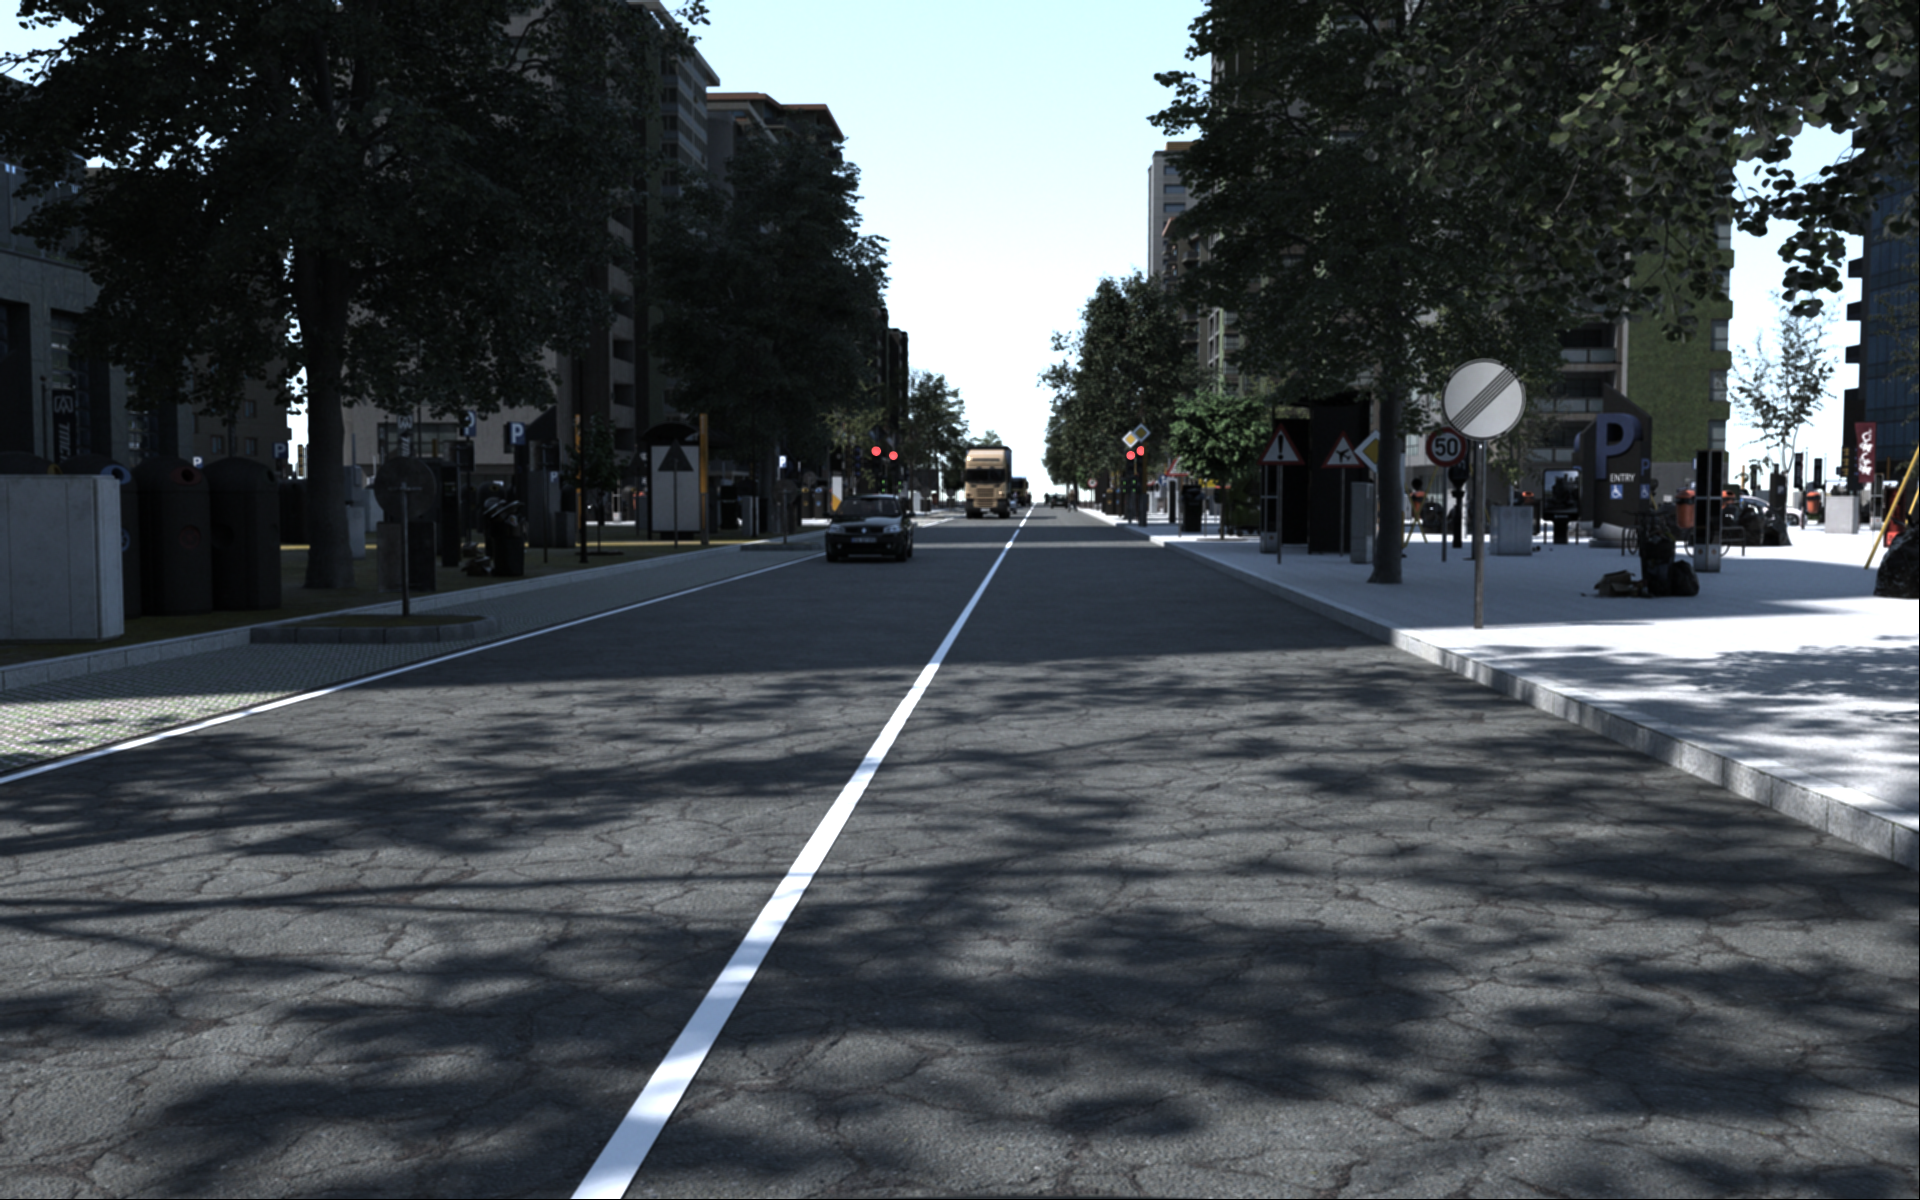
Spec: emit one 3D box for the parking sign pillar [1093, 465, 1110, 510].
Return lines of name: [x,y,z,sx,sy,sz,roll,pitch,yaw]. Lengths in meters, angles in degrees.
parking sign pillar: [11.650,-9.373,141.725,1.447,3.967,1.447,3,5,42]

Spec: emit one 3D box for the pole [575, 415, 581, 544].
pole: [-9.796,-3.105,44.608,0.158,3.312,0.155,0,3,0]

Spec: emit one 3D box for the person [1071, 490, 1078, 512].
person: [9.349,-8.106,141.615,0.643,1.750,0.593,0,4,-1]

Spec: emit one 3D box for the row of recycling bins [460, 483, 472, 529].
row of recycling bins: [-16.929,-3.509,64.478,3.534,1.692,1.069,0,4,2]

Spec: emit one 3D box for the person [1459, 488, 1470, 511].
person: [20.993,-3.872,72.234,0.576,1.772,0.534,2,4,29]

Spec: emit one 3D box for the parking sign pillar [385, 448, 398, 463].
parking sign pillar: [-28.065,-5.989,86.389,1.447,3.967,1.447,0,4,1]

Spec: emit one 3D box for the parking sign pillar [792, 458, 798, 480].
parking sign pillar: [-9.782,-6.768,99.123,1.447,3.967,1.447,-2,4,-35]

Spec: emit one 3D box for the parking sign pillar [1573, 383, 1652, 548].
parking sign pillar: [15.847,-3.239,41.430,1.447,3.967,1.447,-2,4,-31]

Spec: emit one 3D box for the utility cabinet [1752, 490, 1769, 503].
utility cabinet: [43.933,-5.267,94.787,1.173,1.500,0.318,-1,4,-11]

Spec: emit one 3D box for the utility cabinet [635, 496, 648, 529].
utility cabinet: [-11.313,-3.175,63.065,1.020,1.237,0.306,-1,4,-11]

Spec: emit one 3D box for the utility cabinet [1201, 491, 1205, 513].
utility cabinet: [16.822,-7.083,124.484,1.173,1.500,0.318,2,4,32]

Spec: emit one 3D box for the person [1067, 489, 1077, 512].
person: [9.101,-8.052,140.063,0.836,1.842,0.656,2,4,32]

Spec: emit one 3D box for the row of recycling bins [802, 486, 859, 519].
row of recycling bins: [-6.726,-4.986,88.641,3.534,1.692,1.069,2,4,25]

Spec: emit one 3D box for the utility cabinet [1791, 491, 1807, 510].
utility cabinet: [69.548,-8.250,143.563,1.173,1.500,0.318,-1,4,-12]

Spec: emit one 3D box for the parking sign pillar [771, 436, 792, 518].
parking sign pillar: [-7.410,-4.805,67.027,1.447,3.967,1.447,0,4,1]

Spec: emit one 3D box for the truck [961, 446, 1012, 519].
truck: [1.725,-6.979,103.026,2.839,4.237,11.283,0,4,3]

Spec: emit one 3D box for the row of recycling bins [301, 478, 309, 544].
row of recycling bins: [-17.762,-2.387,46.148,1.069,1.692,3.534,-3,4,-37]

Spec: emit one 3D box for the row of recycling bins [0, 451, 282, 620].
row of recycling bins: [-8.652,-0.671,18.079,1.069,1.692,3.534,2,4,24]

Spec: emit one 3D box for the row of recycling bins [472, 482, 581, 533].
row of recycling bins: [-14.180,-3.068,57.271,3.534,1.692,1.069,-1,4,-11]

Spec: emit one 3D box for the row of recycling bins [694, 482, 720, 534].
row of recycling bins: [-8.635,-3.086,57.570,1.069,1.692,3.534,-1,4,-15]

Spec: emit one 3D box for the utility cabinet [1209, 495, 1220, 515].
utility cabinet: [15.609,-5.793,105.881,0.306,1.237,1.020,3,5,40]

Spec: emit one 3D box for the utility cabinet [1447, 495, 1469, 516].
utility cabinet: [23.861,-4.394,82.998,1.020,1.237,0.306,1,4,16]

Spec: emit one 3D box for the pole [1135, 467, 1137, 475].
pole: [11.722,-7.461,115.830,0.158,3.312,0.155,0,3,0]

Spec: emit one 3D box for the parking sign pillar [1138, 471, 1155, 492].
parking sign pillar: [14.194,-8.770,131.860,1.447,3.967,1.447,-1,4,-11]

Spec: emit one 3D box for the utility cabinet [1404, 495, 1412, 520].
utility cabinet: [21.973,-4.571,85.904,1.020,1.237,0.306,-2,4,-29]

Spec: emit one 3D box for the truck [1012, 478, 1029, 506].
truck: [6.502,-12.768,204.686,3.469,3.379,9.791,0,4,4]

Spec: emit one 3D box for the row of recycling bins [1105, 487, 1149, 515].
row of recycling bins: [10.024,-5.949,104.375,1.069,1.692,3.534,-2,4,-33]

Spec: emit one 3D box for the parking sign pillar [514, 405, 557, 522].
parking sign pillar: [-12.690,-3.876,51.837,1.447,3.967,1.447,3,4,38]

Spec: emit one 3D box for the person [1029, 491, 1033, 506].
person: [8.741,-12.622,214.863,0.705,1.824,1.348,-1,4,-18]

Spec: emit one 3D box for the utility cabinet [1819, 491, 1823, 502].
utility cabinet: [71.777,-8.256,143.664,1.173,1.500,0.318,-1,4,-16]

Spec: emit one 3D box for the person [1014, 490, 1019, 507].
person: [6.242,-11.076,189.455,0.599,1.838,0.709,2,4,32]

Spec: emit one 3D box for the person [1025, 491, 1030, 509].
person: [6.685,-9.920,171.226,0.617,1.759,0.750,0,4,-4]

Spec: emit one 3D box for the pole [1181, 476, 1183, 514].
pole: [14.472,-7.298,113.172,0.158,3.312,0.155,0,3,0]

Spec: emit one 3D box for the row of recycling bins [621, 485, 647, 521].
row of recycling bins: [-14.393,-4.628,82.782,3.534,1.692,1.069,-1,4,-10]

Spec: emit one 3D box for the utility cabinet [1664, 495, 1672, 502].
utility cabinet: [47.573,-6.494,117.333,0.306,1.237,1.020,-1,4,-12]

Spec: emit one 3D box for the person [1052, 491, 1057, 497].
person: [12.653,-13.442,228.351,1.350,1.814,0.705,0,4,-8]

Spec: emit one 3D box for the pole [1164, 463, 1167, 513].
pole: [13.679,-7.425,115.245,0.158,3.312,0.155,0,3,0]

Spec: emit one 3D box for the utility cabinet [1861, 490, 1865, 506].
utility cabinet: [74.079,-8.251,143.579,0.318,1.500,1.173,-3,5,-43]

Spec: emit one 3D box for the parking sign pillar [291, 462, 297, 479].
parking sign pillar: [-56.318,-9.673,146.627,1.447,3.967,1.447,-1,4,-19]

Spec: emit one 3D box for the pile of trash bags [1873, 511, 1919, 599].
pile of trash bags: [13.182,-0.691,21.049,3.447,1.369,1.912,0,4,0]

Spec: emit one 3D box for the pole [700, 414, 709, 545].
pole: [-6.500,-3.070,44.033,0.158,3.312,0.155,0,3,0]

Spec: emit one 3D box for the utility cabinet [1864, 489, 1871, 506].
utility cabinet: [58.549,-6.227,110.493,1.173,1.500,0.318,1,4,20]

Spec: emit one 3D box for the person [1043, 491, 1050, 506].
person: [10.474,-12.260,209.500,0.990,1.755,0.434,1,4,19]

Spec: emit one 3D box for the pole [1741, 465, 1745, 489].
pole: [54.404,-7.738,120.351,0.158,3.312,0.155,0,3,0]

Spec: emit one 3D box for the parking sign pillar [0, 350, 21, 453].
parking sign pillar: [-17.966,-2.655,31.875,1.447,3.967,1.447,1,4,17]

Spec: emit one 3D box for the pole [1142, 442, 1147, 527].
pole: [7.206,-4.508,67.547,0.158,3.312,0.155,0,3,0]

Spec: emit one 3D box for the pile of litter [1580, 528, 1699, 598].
pile of litter: [8.594,-0.486,21.905,1.719,0.858,1.176,-1,4,-11]

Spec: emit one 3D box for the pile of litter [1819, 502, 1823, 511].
pile of litter: [58.327,-6.326,117.396,1.176,0.858,1.719,-1,4,-15]

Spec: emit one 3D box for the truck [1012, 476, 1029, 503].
truck: [8.970,-16.444,258.623,2.967,4.110,18.799,0,4,4]

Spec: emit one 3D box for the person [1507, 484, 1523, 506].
person: [23.024,-3.887,71.823,0.659,1.850,0.755,1,4,14]

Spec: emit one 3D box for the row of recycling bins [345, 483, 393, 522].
row of recycling bins: [-22.919,-3.634,66.533,1.069,1.692,3.534,3,5,41]

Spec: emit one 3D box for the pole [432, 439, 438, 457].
pole: [-19.442,-4.304,64.219,0.158,3.312,0.155,0,3,0]

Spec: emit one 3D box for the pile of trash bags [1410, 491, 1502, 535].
pile of trash bags: [15.656,-2.832,56.062,1.912,1.369,3.447,-1,4,-20]

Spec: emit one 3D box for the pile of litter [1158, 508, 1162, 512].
pile of litter: [13.999,-6.829,125.627,1.719,0.858,1.176,-2,4,-28]

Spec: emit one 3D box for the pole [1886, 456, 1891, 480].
pole: [50.323,-6.122,93.930,0.158,3.312,0.155,0,3,0]

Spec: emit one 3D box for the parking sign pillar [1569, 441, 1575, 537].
parking sign pillar: [19.080,-3.910,52.395,1.447,3.967,1.447,-2,4,-34]
